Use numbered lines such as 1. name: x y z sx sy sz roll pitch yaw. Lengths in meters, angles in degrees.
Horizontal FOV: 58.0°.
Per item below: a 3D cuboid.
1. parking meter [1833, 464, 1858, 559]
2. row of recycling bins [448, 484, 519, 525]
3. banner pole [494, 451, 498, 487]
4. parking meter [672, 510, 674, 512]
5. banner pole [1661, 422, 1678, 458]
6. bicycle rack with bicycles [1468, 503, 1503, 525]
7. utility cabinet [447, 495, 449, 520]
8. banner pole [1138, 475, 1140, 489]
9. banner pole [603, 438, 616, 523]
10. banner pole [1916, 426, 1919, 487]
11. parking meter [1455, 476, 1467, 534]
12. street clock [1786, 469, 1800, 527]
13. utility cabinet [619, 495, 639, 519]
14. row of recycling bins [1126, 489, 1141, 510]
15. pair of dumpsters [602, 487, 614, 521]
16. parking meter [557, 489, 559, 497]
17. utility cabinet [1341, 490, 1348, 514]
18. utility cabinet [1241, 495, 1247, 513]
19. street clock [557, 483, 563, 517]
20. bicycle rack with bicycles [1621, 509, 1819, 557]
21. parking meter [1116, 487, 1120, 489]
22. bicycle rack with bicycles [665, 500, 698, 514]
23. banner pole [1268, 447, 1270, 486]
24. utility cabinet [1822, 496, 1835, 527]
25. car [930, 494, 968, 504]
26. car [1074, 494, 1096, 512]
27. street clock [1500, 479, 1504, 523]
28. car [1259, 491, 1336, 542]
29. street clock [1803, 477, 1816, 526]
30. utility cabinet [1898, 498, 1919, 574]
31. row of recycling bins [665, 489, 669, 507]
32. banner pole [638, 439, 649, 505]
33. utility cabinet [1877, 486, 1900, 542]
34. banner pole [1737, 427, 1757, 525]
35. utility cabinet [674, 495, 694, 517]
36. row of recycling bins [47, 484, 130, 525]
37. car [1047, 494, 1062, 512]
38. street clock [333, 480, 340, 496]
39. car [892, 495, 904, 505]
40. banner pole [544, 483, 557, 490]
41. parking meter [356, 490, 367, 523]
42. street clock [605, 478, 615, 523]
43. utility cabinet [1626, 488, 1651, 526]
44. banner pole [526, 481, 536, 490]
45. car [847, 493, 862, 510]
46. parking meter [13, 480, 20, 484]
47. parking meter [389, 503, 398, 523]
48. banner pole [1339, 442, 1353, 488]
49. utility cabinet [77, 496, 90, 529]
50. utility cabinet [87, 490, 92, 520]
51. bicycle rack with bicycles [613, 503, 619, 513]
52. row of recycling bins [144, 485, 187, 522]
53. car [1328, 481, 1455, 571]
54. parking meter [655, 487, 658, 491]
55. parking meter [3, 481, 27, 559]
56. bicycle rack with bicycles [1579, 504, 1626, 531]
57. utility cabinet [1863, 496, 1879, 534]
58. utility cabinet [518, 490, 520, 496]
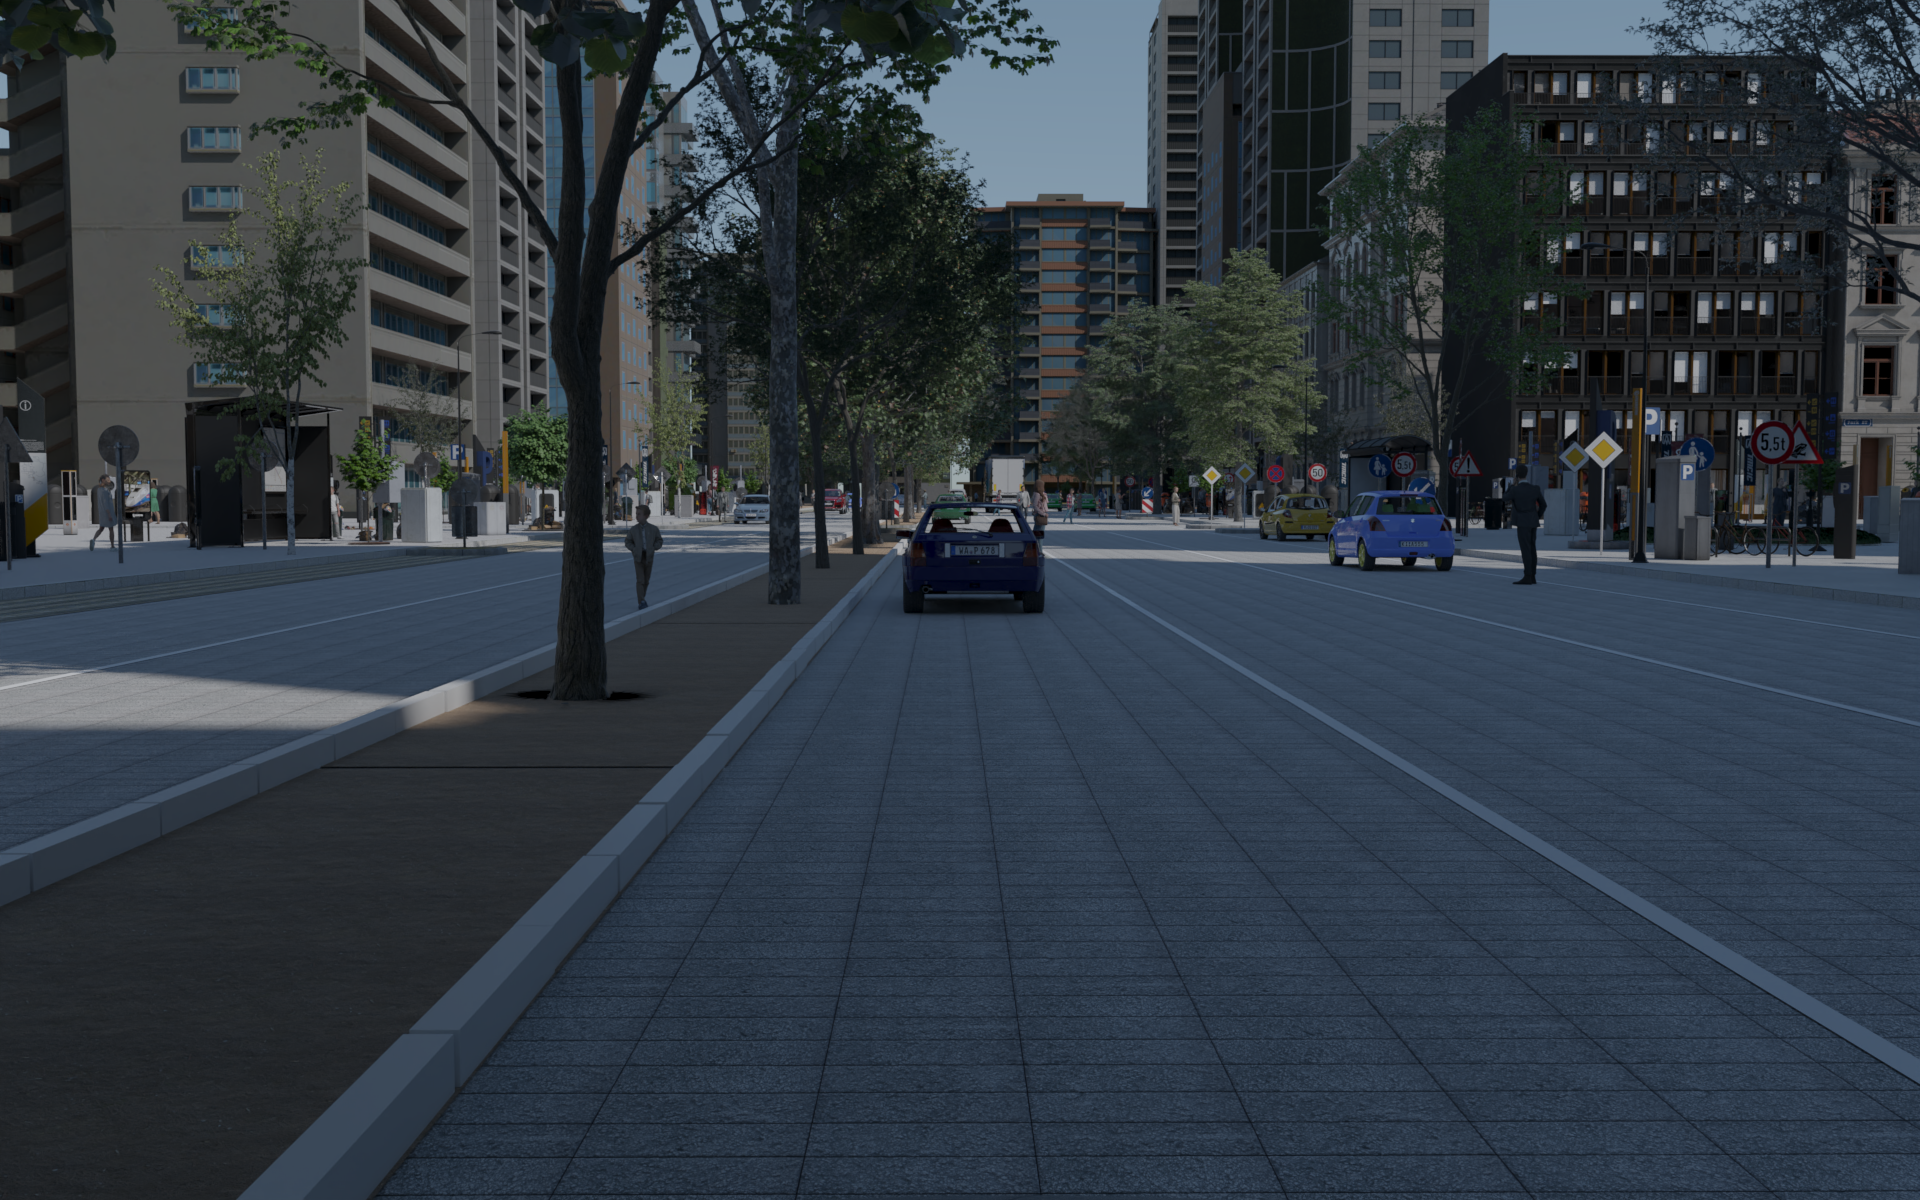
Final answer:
1. parking meter: 17.486 -1.744 34.225 0.399 1.863 0.255 3 5 40
2. row of recycling bins: -20.131 -4.038 73.130 3.534 1.692 1.069 2 4 24
3. banner pole: -26.133 -6.581 97.624 0.401 3.779 0.863 -2 4 -31
4. parking meter: -18.516 -6.489 111.808 0.255 1.863 0.399 2 4 25
5. banner pole: 24.659 -4.291 60.175 0.863 3.779 0.401 -1 4 -18
6. bicycle rack with bicycles: 22.025 -3.595 72.164 2.925 0.926 2.852 -2 4 -24
7. utility cabinet: -25.304 -4.640 87.018 1.020 1.237 0.306 3 4 36
8. banner pole: 15.174 -9.578 146.613 0.401 3.779 0.863 1 4 14
9. banner pole: -15.724 -5.325 77.084 0.863 3.779 0.401 1 4 19
10. banner pole: 35.303 -4.519 63.901 0.401 3.779 0.863 2 4 31
11. parking meter: 16.299 -3.095 56.313 0.255 1.863 0.399 0 4 -1
12. street clock: 24.272 -2.809 50.491 0.358 2.002 0.471 2 4 29
13. utility cabinet: -16.688 -4.653 87.232 0.306 1.237 1.020 3 5 42
14. row of recycling bins: 14.387 -8.141 140.222 1.069 1.692 3.534 -1 4 -16
15. pair of dumpsters: -17.062 -4.712 79.540 1.574 2.255 4.437 0 4 0
16. parking meter: -23.607 -5.872 101.710 0.255 1.863 0.399 -2 4 -29
17. utility cabinet: 23.591 -5.890 104.978 1.173 1.500 0.318 -3 4 -38
18. utility cabinet: 18.760 -6.329 114.647 1.020 1.237 0.306 0 4 -7
19. street clock: -22.472 -5.671 97.285 0.358 2.002 0.471 0 4 4
20. bicycle rack with bicycles: 16.021 -1.403 36.320 2.852 0.926 2.925 -1 4 -14
21. parking meter: 12.762 -8.203 139.830 0.255 1.863 0.399 0 4 1
22. bicycle rack with bicycles: -18.624 -6.220 115.082 2.852 0.926 2.925 -1 4 -13
23. banner pole: 16.161 -6.155 90.655 0.401 3.779 0.863 0 4 8
24. utility cabinet: 32.267 -3.225 63.890 0.306 1.237 1.020 -1 4 -10
25. car: -0.404 -4.396 83.676 2.131 1.459 4.920 0 4 2
26. car: 9.786 -7.857 137.259 1.959 1.807 4.718 0 4 -1
27. street clock: 24.470 -4.473 77.706 0.358 2.002 0.471 -3 5 -44
28. car: 10.414 -2.662 53.741 2.015 1.641 3.980 0 4 -2
29. street clock: 28.096 -3.220 57.216 0.358 2.002 0.471 -3 5 -43
30. utility cabinet: 15.558 -1.005 27.598 1.020 1.237 0.306 3 4 38
31. row of recycling bins: -24.135 -8.202 141.220 1.069 1.692 3.534 -1 4 -13
32. banner pole: -14.437 -5.437 78.911 0.401 3.779 0.863 2 4 27
33. utility cabinet: 24.575 -2.274 45.852 0.318 1.500 1.173 3 4 39
34. banner pole: 29.333 -4.565 64.662 0.863 3.779 0.401 0 4 -1
35. utility cabinet: -15.258 -5.175 95.766 1.020 1.237 0.306 1 4 15
36. row of recycling bins: -36.775 -4.044 73.240 3.534 1.692 1.069 -2 4 -25
37. car: 7.481 -8.195 142.778 1.959 1.807 4.718 0 4 1
38. street clock: -31.806 -5.117 88.235 0.358 2.002 0.471 0 4 5
39. car: -6.831 -11.321 197.459 2.083 1.381 4.827 0 4 -1
40. banner pole: -17.694 -5.194 74.931 0.863 3.779 0.401 1 4 13
41. parking meter: -26.736 -4.382 77.360 0.255 1.863 0.399 2 4 34
42. street clock: -15.337 -4.358 75.827 0.471 2.002 0.358 -1 4 -14
43. utility cabinet: 24.985 -3.372 63.817 1.173 1.500 0.318 -3 5 -40
44. banner pole: -21.897 -6.026 88.546 0.401 3.779 0.863 2 4 28
45. car: -9.935 -9.127 158.816 1.945 1.707 3.694 0 4 0
46. parking meter: -38.611 -4.003 71.155 0.255 1.863 0.399 2 4 28
47. parking meter: -25.562 -4.267 78.177 0.372 1.533 0.369 0 3 0
48. banner pole: 18.613 -5.709 83.352 0.863 3.779 0.401 -1 4 -15
49. utility cabinet: -32.734 -3.239 64.123 0.306 1.237 1.020 1 4 16
50. utility cabinet: -42.045 -4.581 83.582 0.318 1.500 1.173 -2 4 -30
51. bicycle rack with bicycles: -23.145 -6.658 122.240 2.925 0.926 2.852 1 4 17
52. row of recycling bins: -37.045 -4.487 80.472 3.534 1.692 1.069 3 4 38
53. car: 8.282 -1.464 33.534 1.945 1.707 3.694 0 4 -1
54. parking meter: -24.285 -8.134 138.698 0.399 1.863 0.255 -1 4 -19
55. parking meter: -18.730 -1.584 34.314 0.372 1.533 0.369 0 3 0
56. bicycle rack with bicycles: 21.966 -2.813 59.374 2.925 0.926 2.852 -2 4 -26
57. utility cabinet: 29.320 -2.698 55.280 1.020 1.237 0.306 -1 4 -22
58. utility cabinet: -26.951 -5.865 104.568 1.173 1.500 0.318 -2 4 -24
